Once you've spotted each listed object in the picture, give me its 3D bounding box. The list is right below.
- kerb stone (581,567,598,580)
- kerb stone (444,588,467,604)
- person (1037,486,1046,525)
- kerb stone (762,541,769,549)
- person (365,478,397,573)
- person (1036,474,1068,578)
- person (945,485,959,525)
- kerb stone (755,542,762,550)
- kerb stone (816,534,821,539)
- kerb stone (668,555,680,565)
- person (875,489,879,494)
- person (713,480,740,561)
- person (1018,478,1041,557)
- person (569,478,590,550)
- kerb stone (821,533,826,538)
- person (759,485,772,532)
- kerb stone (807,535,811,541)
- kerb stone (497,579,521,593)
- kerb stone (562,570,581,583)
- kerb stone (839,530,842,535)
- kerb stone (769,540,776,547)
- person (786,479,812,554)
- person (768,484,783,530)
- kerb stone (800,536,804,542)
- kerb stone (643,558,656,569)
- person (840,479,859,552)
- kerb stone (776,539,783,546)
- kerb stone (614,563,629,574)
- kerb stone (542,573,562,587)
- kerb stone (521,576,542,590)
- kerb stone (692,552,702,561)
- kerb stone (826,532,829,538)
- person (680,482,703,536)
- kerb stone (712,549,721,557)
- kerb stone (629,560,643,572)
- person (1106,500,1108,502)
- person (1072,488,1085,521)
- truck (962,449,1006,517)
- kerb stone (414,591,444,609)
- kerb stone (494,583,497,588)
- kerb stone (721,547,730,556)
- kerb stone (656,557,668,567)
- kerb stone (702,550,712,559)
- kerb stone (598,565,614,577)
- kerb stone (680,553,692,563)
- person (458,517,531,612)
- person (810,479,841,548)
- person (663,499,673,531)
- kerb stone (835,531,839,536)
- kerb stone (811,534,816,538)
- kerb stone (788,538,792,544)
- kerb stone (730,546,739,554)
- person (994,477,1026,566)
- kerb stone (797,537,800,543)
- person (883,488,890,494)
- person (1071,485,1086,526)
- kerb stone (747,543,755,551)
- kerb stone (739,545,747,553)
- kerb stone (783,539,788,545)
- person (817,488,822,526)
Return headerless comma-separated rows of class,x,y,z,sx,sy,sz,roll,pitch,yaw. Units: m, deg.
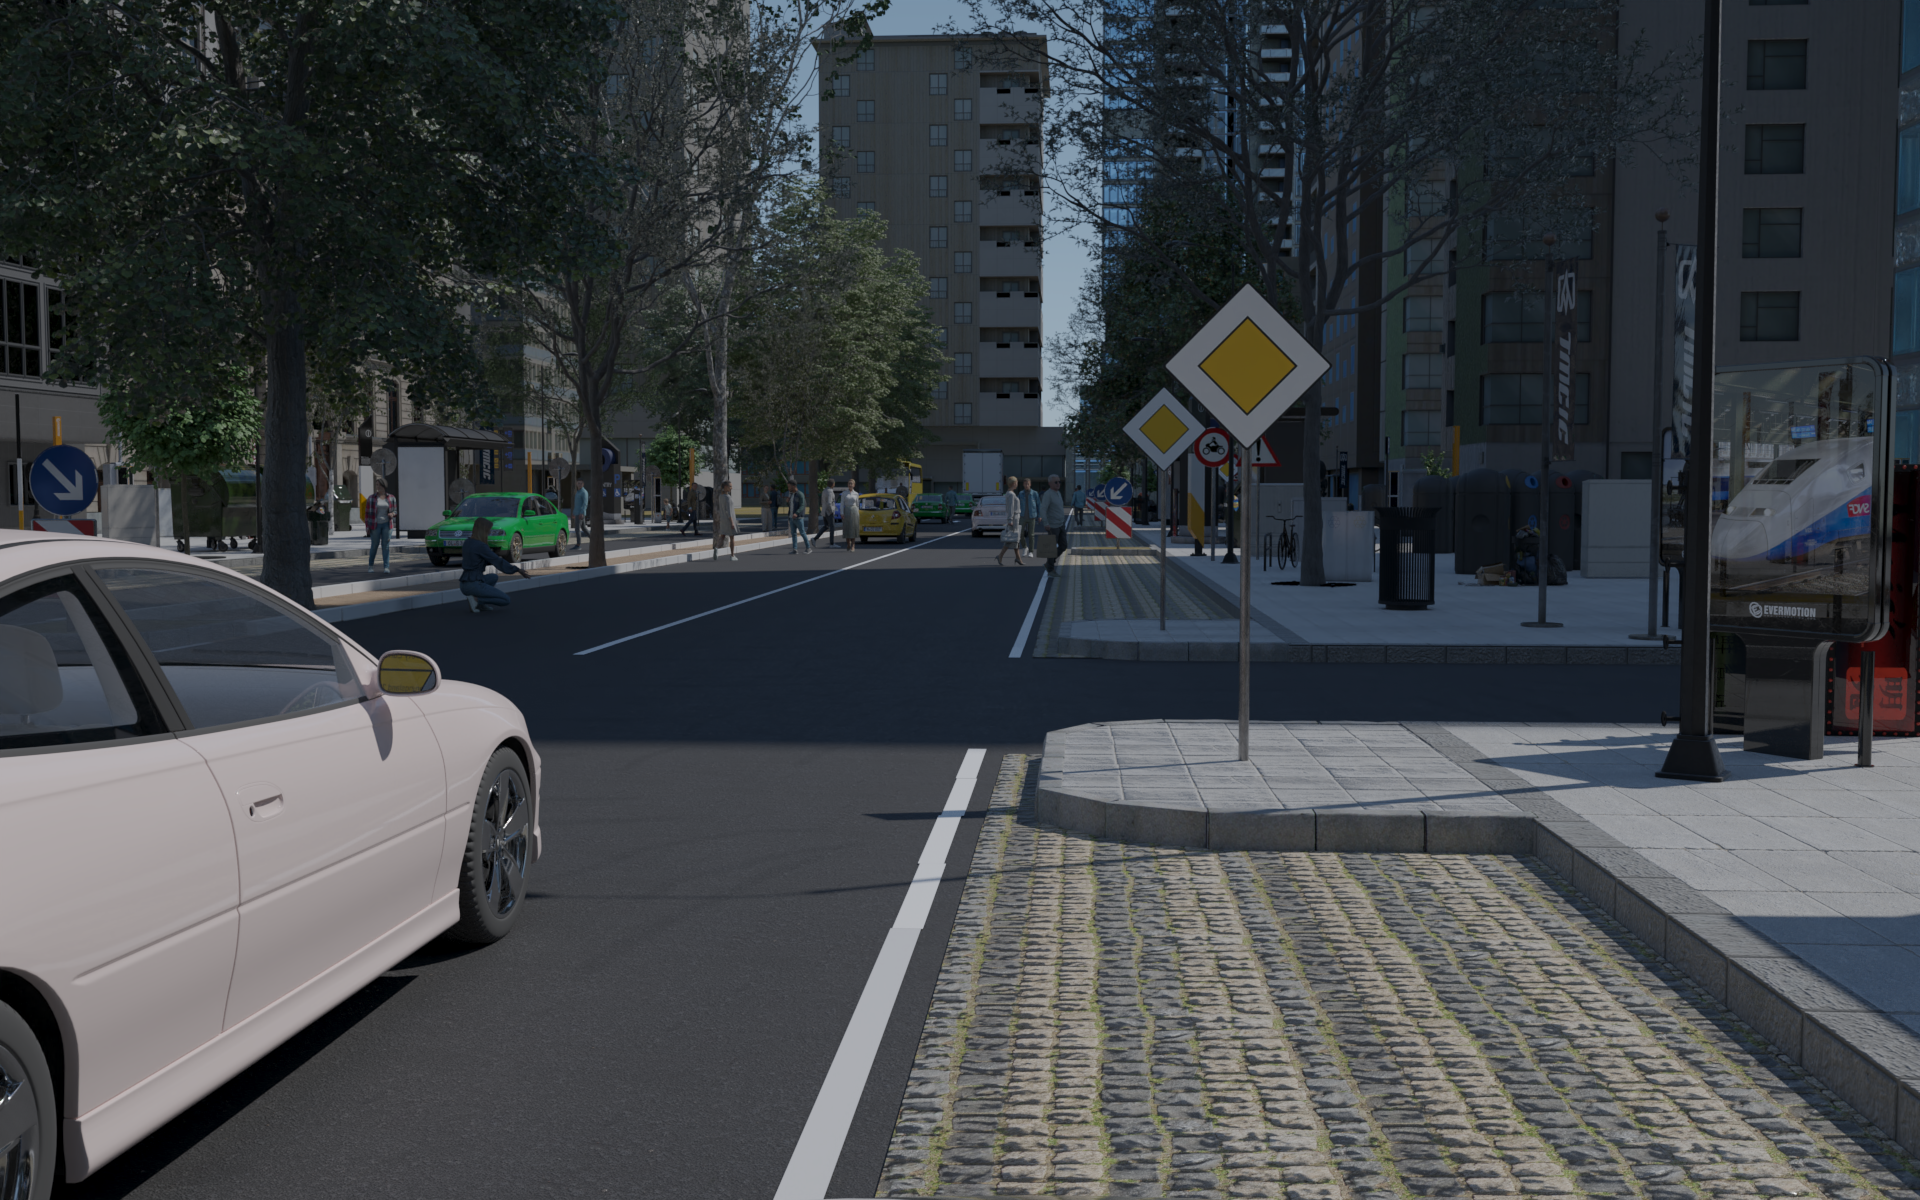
kerb stone,-6.354,-0.430,29.232,0.120,0.150,1.000,0,4,4
kerb stone,-6.774,-0.055,23.096,0.120,0.150,1.000,0,4,4
person,3.802,-4.356,79.708,0.713,1.824,0.794,-2,4,-35
kerb stone,-5.236,-1.431,45.590,0.120,0.150,1.000,0,4,4
person,-10.498,-1.350,31.407,0.563,1.720,0.643,-2,4,-25
person,1.538,-1.264,29.646,0.515,1.767,0.782,2,4,29
person,-0.440,-4.478,81.581,0.638,1.841,0.748,2,4,33
kerb stone,-5.315,-1.367,44.570,0.120,0.150,1.000,0,4,4
kerb stone,-4.615,-1.994,54.796,0.120,0.150,1.000,0,4,4
kerb stone,-5.938,-0.806,35.368,0.120,0.150,1.000,0,4,4
person,-4.669,-5.330,96.582,0.436,1.711,0.756,1,4,22
person,-5.011,-1.706,37.145,0.466,1.731,0.760,1,4,22
person,1.542,-1.863,39.305,0.601,1.785,0.444,1,4,14
person,-9.660,-2.207,44.440,0.748,1.841,0.638,-1,4,-18
kerb stone,-4.548,-2.055,55.816,0.120,0.150,1.000,0,4,4
person,-6.812,-3.179,61.034,0.362,1.759,0.519,2,4,35
kerb stone,-4.754,-1.869,52.756,0.120,0.150,1.000,0,4,4
kerb stone,-6.633,-0.179,25.140,0.120,0.150,1.000,0,4,4
kerb stone,-6.424,-0.368,28.204,0.120,0.150,1.000,0,4,4
kerb stone,-4.257,-2.306,59.930,0.120,0.150,1.000,0,4,4
kerb stone,-5.169,-1.489,46.611,0.120,0.150,1.000,0,4,4
person,-3.904,-1.986,41.318,0.623,1.781,0.721,3,4,38
person,-7.486,-3.707,69.101,0.794,1.824,0.713,-1,4,-16
kerb stone,-4.823,-1.802,51.736,0.120,0.150,1.000,0,4,4
kerb stone,-6.080,-0.680,33.320,0.120,0.150,1.000,0,4,4
person,-2.729,-2.096,42.991,0.478,1.798,0.641,0,4,-1
kerb stone,-5.094,-1.556,47.630,0.120,0.150,1.000,0,4,4
kerb stone,-6.217,-0.555,31.277,0.120,0.150,1.000,0,4,4
kerb stone,-6.495,-0.305,27.181,0.120,0.150,1.000,0,4,4
kerb stone,-6.568,-0.240,26.162,0.120,0.150,1.000,0,4,4
kerb stone,-5.801,-0.931,37.412,0.120,0.150,1.000,0,4,4
kerb stone,-4.472,-2.115,56.843,0.120,0.150,1.000,0,4,4
person,-9.236,-3.132,59.624,0.836,1.842,0.656,-2,4,-25
kerb stone,-5.658,-1.056,39.459,0.120,0.150,1.000,0,4,4
kerb stone,-6.149,-0.618,32.300,0.120,0.150,1.000,0,4,4
person,14.482,-9.679,170.009,1.065,1.426,0.557,-3,5,-41
person,6.402,-5.144,93.054,0.683,1.767,0.568,-2,4,-32
truck,1.591,-7.631,113.686,2.839,4.237,11.283,0,4,2
kerb stone,-6.846,0.008,22.071,0.120,0.150,1.000,0,4,4
kerb stone,-6.712,-0.116,24.116,0.120,0.150,1.000,0,4,4
kerb stone,-5.594,-1.114,40.479,0.120,0.150,1.000,0,4,4
kerb stone,-6.013,-0.743,34.340,0.120,0.150,1.000,0,4,4
kerb stone,-5.726,-0.993,38.437,0.120,0.150,1.000,0,4,4
kerb stone,-6.289,-0.493,30.257,0.120,0.150,1.000,0,4,4
kerb stone,-5.864,-0.868,36.391,0.120,0.150,1.000,0,4,4
person,-5.835,-0.445,21.282,0.738,1.151,1.012,-3,5,-40
person,-3.582,-2.315,46.202,0.795,1.843,0.661,-1,4,-20
person,-11.286,-3.289,66.956,0.352,1.250,0.332,-1,4,-9
kerb stone,-4.341,-2.237,58.895,0.120,0.150,1.000,0,4,4
kerb stone,-4.681,-1.932,53.775,0.120,0.150,1.000,0,4,4
kerb stone,-4.963,-1.676,49.671,0.120,0.150,1.000,0,4,4
kerb stone,-5.519,-1.181,41.500,0.120,0.150,1.000,0,4,4
person,1.008,-1.584,34.746,0.624,1.780,0.694,0,4,6
kerb stone,-4.889,-1.743,50.700,0.120,0.150,1.000,0,4,4
person,-4.639,-6.124,108.612,1.348,1.826,0.705,0,4,2
person,4.987,-3.914,72.520,0.660,1.820,0.620,-2,4,-25
kerb stone,-5.384,-1.304,43.551,0.120,0.150,1.000,0,4,4
kerb stone,-5.443,-1.244,42.527,0.120,0.150,1.000,0,4,4
kerb stone,-5.033,-1.614,48.651,0.120,0.150,1.000,0,4,4
person,-6.381,-4.139,76.420,0.600,1.795,0.529,3,5,43
